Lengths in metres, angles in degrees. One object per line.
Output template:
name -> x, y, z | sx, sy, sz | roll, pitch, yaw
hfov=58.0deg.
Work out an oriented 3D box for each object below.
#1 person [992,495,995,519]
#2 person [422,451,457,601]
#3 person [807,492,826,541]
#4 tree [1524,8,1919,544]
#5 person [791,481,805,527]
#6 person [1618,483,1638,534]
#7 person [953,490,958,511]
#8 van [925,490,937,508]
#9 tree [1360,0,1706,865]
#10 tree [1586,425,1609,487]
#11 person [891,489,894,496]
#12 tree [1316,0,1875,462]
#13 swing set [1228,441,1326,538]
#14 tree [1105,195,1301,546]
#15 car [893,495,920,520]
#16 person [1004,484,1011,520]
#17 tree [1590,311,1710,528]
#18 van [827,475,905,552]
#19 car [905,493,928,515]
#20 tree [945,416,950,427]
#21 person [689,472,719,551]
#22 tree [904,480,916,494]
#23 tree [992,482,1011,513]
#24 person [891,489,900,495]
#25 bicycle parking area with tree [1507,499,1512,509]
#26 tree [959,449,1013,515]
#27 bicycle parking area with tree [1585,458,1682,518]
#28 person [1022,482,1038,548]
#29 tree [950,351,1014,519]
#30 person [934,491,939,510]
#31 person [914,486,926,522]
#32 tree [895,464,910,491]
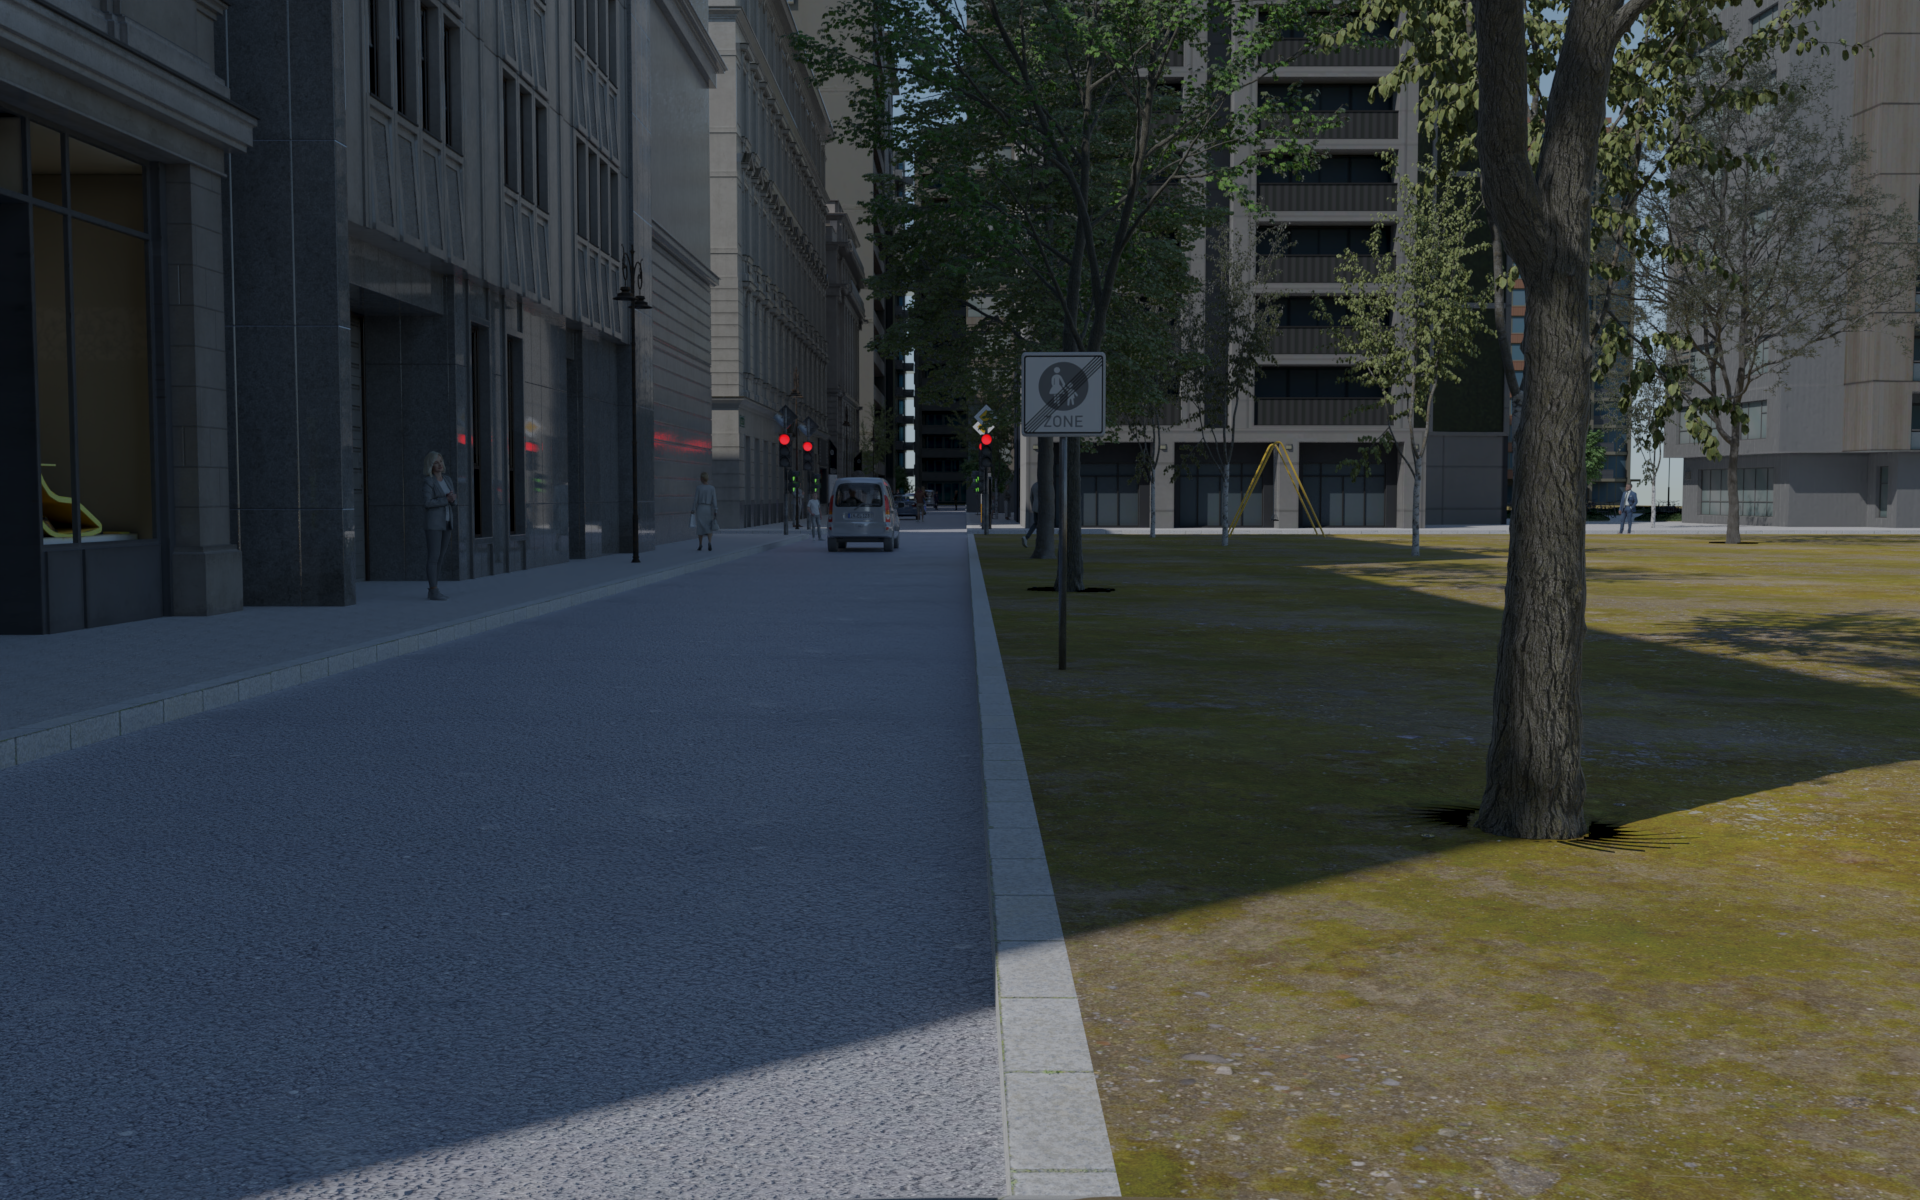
person -> 1.639, -4.801, 89.547 | 0.382, 1.210, 0.505 | 1, 4, 15
person -> -6.308, -0.912, 21.132 | 0.526, 1.800, 0.537 | 2, 4, 32
person -> -4.432, -2.586, 53.373 | 0.523, 1.515, 0.503 | 2, 4, 24
tree -> 19.858, -8.200, 44.442 | 12.009, 13.543, 11.850 | 0, 3, 0
person -> -6.257, -3.720, 67.045 | 0.466, 1.800, 0.511 | 2, 4, 26
person -> 22.888, -3.103, 59.420 | 0.419, 1.800, 0.721 | -3, 5, -40
person -> -0.431, -8.662, 150.637 | 0.721, 1.766, 1.217 | 1, 4, 13
van -> -3.262, -10.548, 179.474 | 2.013, 2.044, 4.112 | 0, 4, 2
tree -> 2.133, -4.914, 6.098 | 9.928, 11.665, 9.643 | 0, 3, 0
tree -> 25.874, -5.484, 73.378 | 4.285, 4.588, 4.351 | 0, 3, 0
person -> -6.150, -9.135, 156.223 | 1.217, 1.723, 0.721 | -3, 5, -41
tree -> 4.351, -3.820, 12.827 | 4.737, 8.622, 4.395 | 0, 3, 0
swing set -> 9.558, -3.358, 52.521 | 2.862, 2.851, 3.119 | 0, 4, 7
tree -> 6.454, -5.665, 42.986 | 4.360, 8.622, 3.978 | 0, 3, 0
car -> -3.105, -5.220, 97.351 | 2.014, 1.417, 4.499 | 0, 4, -1
person -> 2.365, -4.820, 85.396 | 0.362, 1.759, 0.519 | 2, 4, 24
tree -> 26.090, -7.047, 65.583 | 4.360, 8.622, 3.978 | 0, 3, 0
van -> -2.448, -2.289, 44.430 | 2.013, 2.044, 4.112 | 0, 4, 1
car -> -3.214, -6.745, 119.878 | 1.945, 1.707, 3.694 | 0, 4, 0
tree -> 1.589, -8.946, 96.636 | 4.737, 8.622, 4.395 | 0, 3, 0
person -> -5.787, -1.999, 39.085 | 0.694, 1.780, 0.624 | 0, 4, -6
tree -> -5.863, -12.098, 192.404 | 1.663, 3.219, 1.824 | 0, 3, 0
tree -> 2.721, -7.455, 116.494 | 1.663, 3.219, 1.824 | 0, 3, 0
person -> -5.371, -8.466, 145.262 | 0.742, 1.727, 0.445 | -1, 4, -10
bicycle parking area with tree -> 38.610, -7.937, 116.768 | 8.231, 4.147, 9.016 | 1, 4, 10
tree -> 1.625, -7.593, 107.863 | 4.285, 4.588, 4.351 | 0, 3, 0
bicycle parking area with tree -> 36.504, -6.644, 95.624 | 8.231, 4.147, 9.016 | 1, 4, 15
person -> 1.869, -2.170, 41.365 | 0.795, 1.843, 0.661 | -2, 4, -35
tree -> 1.934, -8.433, 88.239 | 4.737, 8.622, 4.395 | 0, 3, 0
person -> -2.124, -8.963, 155.958 | 0.541, 1.710, 0.530 | -2, 4, -26
person -> -2.013, -4.946, 89.348 | 0.580, 1.828, 0.573 | -3, 5, -42
tree -> -6.751, -11.840, 177.301 | 4.285, 4.588, 4.351 | 0, 3, 0
